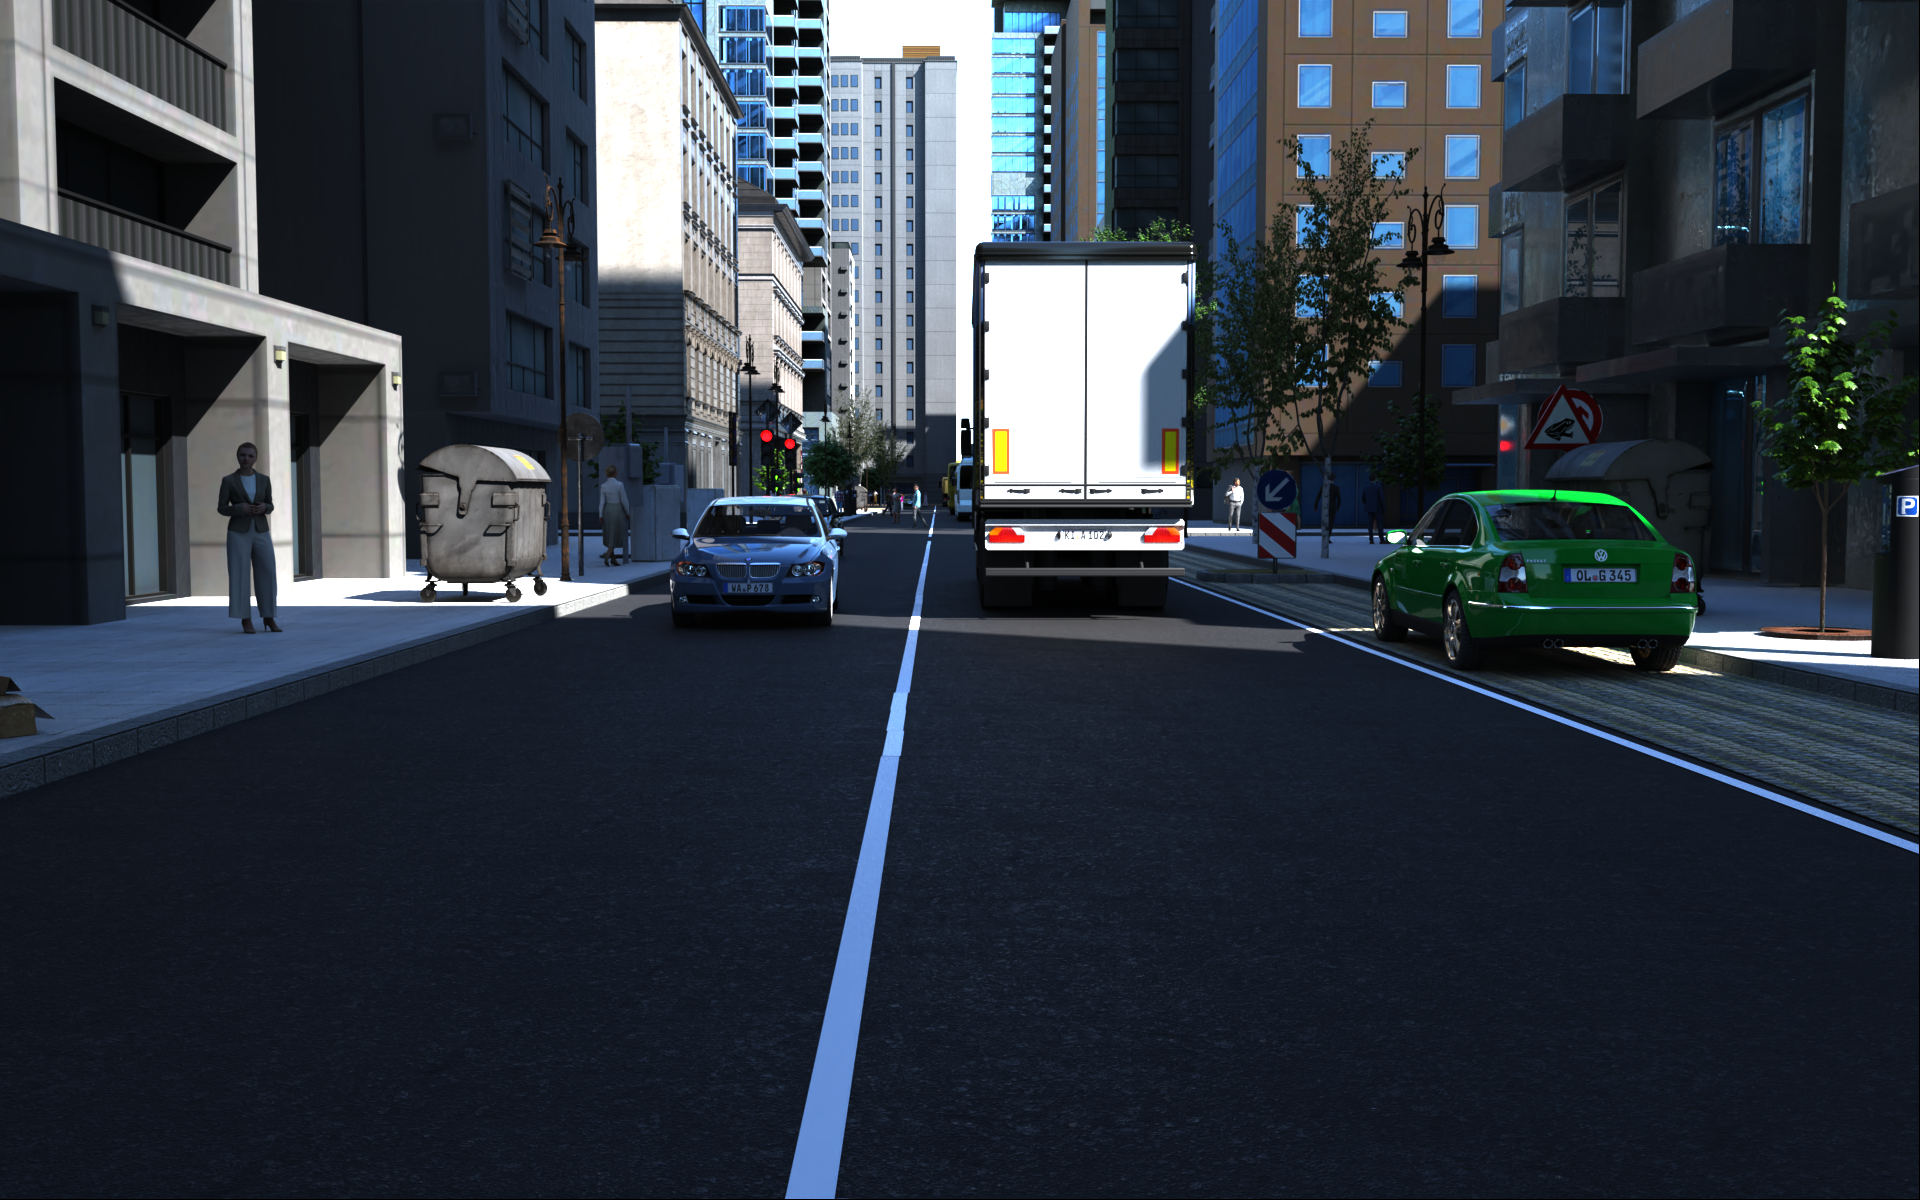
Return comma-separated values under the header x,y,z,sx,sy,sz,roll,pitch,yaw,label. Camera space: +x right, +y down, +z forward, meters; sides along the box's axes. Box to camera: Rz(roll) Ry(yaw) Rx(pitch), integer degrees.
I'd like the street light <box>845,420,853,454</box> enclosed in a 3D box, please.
x,y,z,sx,sy,sz,roll,pitch,yaw,label
-6.923,-8.321,108.832,0.468,5.910,1.993,0,4,-1,street light

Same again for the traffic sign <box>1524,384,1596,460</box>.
x,y,z,sx,sy,sz,roll,pitch,yaw,label
7.133,-1.260,20.611,0.884,2.594,0.081,0,4,1,traffic sign

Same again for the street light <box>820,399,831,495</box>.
x,y,z,sx,sy,sz,roll,pitch,yaw,label
-6.517,-6.802,84.007,0.468,5.910,1.993,0,4,-1,street light

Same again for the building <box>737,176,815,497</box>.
x,y,z,sx,sy,sz,roll,pitch,yaw,label
-15.060,-15.230,99.922,10.553,20.767,40.483,0,4,-1,building

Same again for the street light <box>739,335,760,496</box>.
x,y,z,sx,sy,sz,roll,pitch,yaw,label
-6.087,-4.743,50.339,0.468,5.910,1.993,0,4,-1,street light

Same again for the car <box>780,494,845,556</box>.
x,y,z,sx,sy,sz,roll,pitch,yaw,label
-3.545,-1.777,38.835,2.009,1.686,4.222,0,4,-1,car

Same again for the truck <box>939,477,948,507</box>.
x,y,z,sx,sy,sz,roll,pitch,yaw,label
-0.721,-12.318,197.331,3.469,3.379,9.791,0,4,0,truck

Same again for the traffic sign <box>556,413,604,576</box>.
x,y,z,sx,sy,sz,roll,pitch,yaw,label
-5.942,-1.651,27.099,0.768,2.556,0.104,0,4,6,traffic sign

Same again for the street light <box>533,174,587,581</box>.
x,y,z,sx,sy,sz,roll,pitch,yaw,label
-5.833,-3.220,25.437,0.468,5.910,1.993,0,4,-1,street light

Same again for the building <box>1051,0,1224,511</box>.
x,y,z,sx,sy,sz,roll,pitch,yaw,label
15.813,-31.305,161.949,14.600,45.320,14.200,0,4,-1,building

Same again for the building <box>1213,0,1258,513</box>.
x,y,z,sx,sy,sz,roll,pitch,yaw,label
16.366,-30.415,147.397,14.600,45.320,14.200,0,4,-1,building

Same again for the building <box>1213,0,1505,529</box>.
x,y,z,sx,sy,sz,roll,pitch,yaw,label
18.077,-25.620,68.996,14.200,45.320,14.600,0,4,-1,building

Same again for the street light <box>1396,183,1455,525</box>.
x,y,z,sx,sy,sz,roll,pitch,yaw,label
6.994,-3.266,26.182,0.468,5.910,1.993,0,4,-1,street light

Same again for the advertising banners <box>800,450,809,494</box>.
x,y,z,sx,sy,sz,roll,pitch,yaw,label
-6.342,-4.544,70.490,0.090,3.025,2.074,0,4,3,advertising banners

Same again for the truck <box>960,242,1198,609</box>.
x,y,z,sx,sy,sz,roll,pitch,yaw,label
1.413,-2.199,24.865,2.839,4.237,11.283,0,4,0,truck

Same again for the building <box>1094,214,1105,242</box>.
x,y,z,sx,sy,sz,roll,pitch,yaw,label
22.552,-16.835,120.288,27.650,21.520,28.899,0,4,-1,building

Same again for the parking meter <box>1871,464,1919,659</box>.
x,y,z,sx,sy,sz,roll,pitch,yaw,label
7.367,-0.315,13.566,0.372,1.533,0.369,0,3,0,parking meter

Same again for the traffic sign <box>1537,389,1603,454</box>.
x,y,z,sx,sy,sz,roll,pitch,yaw,label
7.377,-1.280,21.028,0.768,2.556,0.104,0,4,6,traffic sign

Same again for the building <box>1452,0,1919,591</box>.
x,y,z,sx,sy,sz,roll,pitch,yaw,label
21.575,-24.754,24.334,23.786,49.044,30.456,0,4,-1,building

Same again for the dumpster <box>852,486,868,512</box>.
x,y,z,sx,sy,sz,roll,pitch,yaw,label
-7.169,-7.119,122.148,1.264,1.857,1.865,0,4,-1,dumpster

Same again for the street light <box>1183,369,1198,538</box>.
x,y,z,sx,sy,sz,roll,pitch,yaw,label
6.626,-4.767,50.727,0.468,5.910,1.993,0,4,-1,street light

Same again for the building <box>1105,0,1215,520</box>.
x,y,z,sx,sy,sz,roll,pitch,yaw,label
14.359,-19.496,90.460,14.160,30.474,14.107,0,4,-1,building

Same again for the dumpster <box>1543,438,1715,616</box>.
x,y,z,sx,sy,sz,roll,pitch,yaw,label
7.301,-0.806,18.931,1.264,1.857,1.865,0,4,-1,dumpster

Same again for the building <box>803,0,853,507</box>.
x,y,z,sx,sy,sz,roll,pitch,yaw,label
-21.347,-45.050,174.817,20.563,71.187,20.611,0,4,-1,building

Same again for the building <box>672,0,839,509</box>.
x,y,z,sx,sy,sz,roll,pitch,yaw,label
-21.403,-51.126,148.589,22.319,86.520,31.000,0,4,-1,building

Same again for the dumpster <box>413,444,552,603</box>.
x,y,z,sx,sy,sz,roll,pitch,yaw,label
-5.787,-0.936,21.069,1.264,1.857,1.865,0,4,-1,dumpster

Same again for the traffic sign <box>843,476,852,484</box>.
x,y,z,sx,sy,sz,roll,pitch,yaw,label
-7.030,-6.522,106.740,0.768,2.556,0.104,0,4,0,traffic sign

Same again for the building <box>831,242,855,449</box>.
x,y,z,sx,sy,sz,roll,pitch,yaw,label
-19.191,-26.163,199.464,14.107,30.474,14.160,0,4,-1,building

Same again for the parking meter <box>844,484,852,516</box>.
x,y,z,sx,sy,sz,roll,pitch,yaw,label
-6.440,-5.749,99.709,0.399,1.863,0.255,3,4,36,parking meter

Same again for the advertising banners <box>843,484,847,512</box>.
x,y,z,sx,sy,sz,roll,pitch,yaw,label
-6.780,-6.476,102.076,0.090,3.025,2.074,0,4,1,advertising banners

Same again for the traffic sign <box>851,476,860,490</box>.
x,y,z,sx,sy,sz,roll,pitch,yaw,label
-6.589,-6.543,107.080,0.768,2.556,0.104,0,4,3,traffic sign

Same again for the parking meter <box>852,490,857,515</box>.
x,y,z,sx,sy,sz,roll,pitch,yaw,label
-6.518,-5.972,106.058,0.372,1.533,0.369,0,3,0,parking meter

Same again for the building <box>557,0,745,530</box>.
x,y,z,sx,sy,sz,roll,pitch,yaw,label
-14.611,-13.535,70.455,9.793,20.994,18.267,0,4,-1,building

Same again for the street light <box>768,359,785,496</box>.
x,y,z,sx,sy,sz,roll,pitch,yaw,label
-6.277,-5.303,59.492,0.468,5.910,1.993,0,4,-1,street light

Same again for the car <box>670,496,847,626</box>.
x,y,z,sx,sy,sz,roll,pitch,yaw,label
-2.323,-0.510,20.346,2.014,1.417,4.499,0,4,-3,car

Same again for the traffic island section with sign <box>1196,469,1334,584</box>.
x,y,z,sx,sy,sz,roll,pitch,yaw,label
4.950,-1.215,28.488,1.989,1.847,2.006,0,4,-1,traffic island section with sign

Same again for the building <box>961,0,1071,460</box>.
x,y,z,sx,sy,sz,roll,pitch,yaw,label
15.721,-56.108,230.033,31.000,86.520,22.319,0,4,-1,building

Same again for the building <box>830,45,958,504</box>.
x,y,z,sx,sy,sz,roll,pitch,yaw,label
-14.552,-42.154,231.212,28.212,58.520,21.231,0,4,-1,building

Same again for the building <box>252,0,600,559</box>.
x,y,z,sx,sy,sz,roll,pitch,yaw,label
-16.175,-21.778,39.657,14.086,41.232,14.154,0,4,-1,building

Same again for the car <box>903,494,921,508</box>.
x,y,z,sx,sy,sz,roll,pitch,yaw,label
-5.027,-9.953,174.534,2.131,1.459,4.920,0,4,0,car

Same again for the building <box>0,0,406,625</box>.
x,y,z,sx,sy,sz,roll,pitch,yaw,label
-18.784,-35.593,20.199,20.563,71.187,20.611,0,4,-1,building

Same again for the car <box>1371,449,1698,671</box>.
x,y,z,sx,sy,sz,roll,pitch,yaw,label
4.902,-0.402,15.369,1.959,1.807,4.718,0,4,1,car
